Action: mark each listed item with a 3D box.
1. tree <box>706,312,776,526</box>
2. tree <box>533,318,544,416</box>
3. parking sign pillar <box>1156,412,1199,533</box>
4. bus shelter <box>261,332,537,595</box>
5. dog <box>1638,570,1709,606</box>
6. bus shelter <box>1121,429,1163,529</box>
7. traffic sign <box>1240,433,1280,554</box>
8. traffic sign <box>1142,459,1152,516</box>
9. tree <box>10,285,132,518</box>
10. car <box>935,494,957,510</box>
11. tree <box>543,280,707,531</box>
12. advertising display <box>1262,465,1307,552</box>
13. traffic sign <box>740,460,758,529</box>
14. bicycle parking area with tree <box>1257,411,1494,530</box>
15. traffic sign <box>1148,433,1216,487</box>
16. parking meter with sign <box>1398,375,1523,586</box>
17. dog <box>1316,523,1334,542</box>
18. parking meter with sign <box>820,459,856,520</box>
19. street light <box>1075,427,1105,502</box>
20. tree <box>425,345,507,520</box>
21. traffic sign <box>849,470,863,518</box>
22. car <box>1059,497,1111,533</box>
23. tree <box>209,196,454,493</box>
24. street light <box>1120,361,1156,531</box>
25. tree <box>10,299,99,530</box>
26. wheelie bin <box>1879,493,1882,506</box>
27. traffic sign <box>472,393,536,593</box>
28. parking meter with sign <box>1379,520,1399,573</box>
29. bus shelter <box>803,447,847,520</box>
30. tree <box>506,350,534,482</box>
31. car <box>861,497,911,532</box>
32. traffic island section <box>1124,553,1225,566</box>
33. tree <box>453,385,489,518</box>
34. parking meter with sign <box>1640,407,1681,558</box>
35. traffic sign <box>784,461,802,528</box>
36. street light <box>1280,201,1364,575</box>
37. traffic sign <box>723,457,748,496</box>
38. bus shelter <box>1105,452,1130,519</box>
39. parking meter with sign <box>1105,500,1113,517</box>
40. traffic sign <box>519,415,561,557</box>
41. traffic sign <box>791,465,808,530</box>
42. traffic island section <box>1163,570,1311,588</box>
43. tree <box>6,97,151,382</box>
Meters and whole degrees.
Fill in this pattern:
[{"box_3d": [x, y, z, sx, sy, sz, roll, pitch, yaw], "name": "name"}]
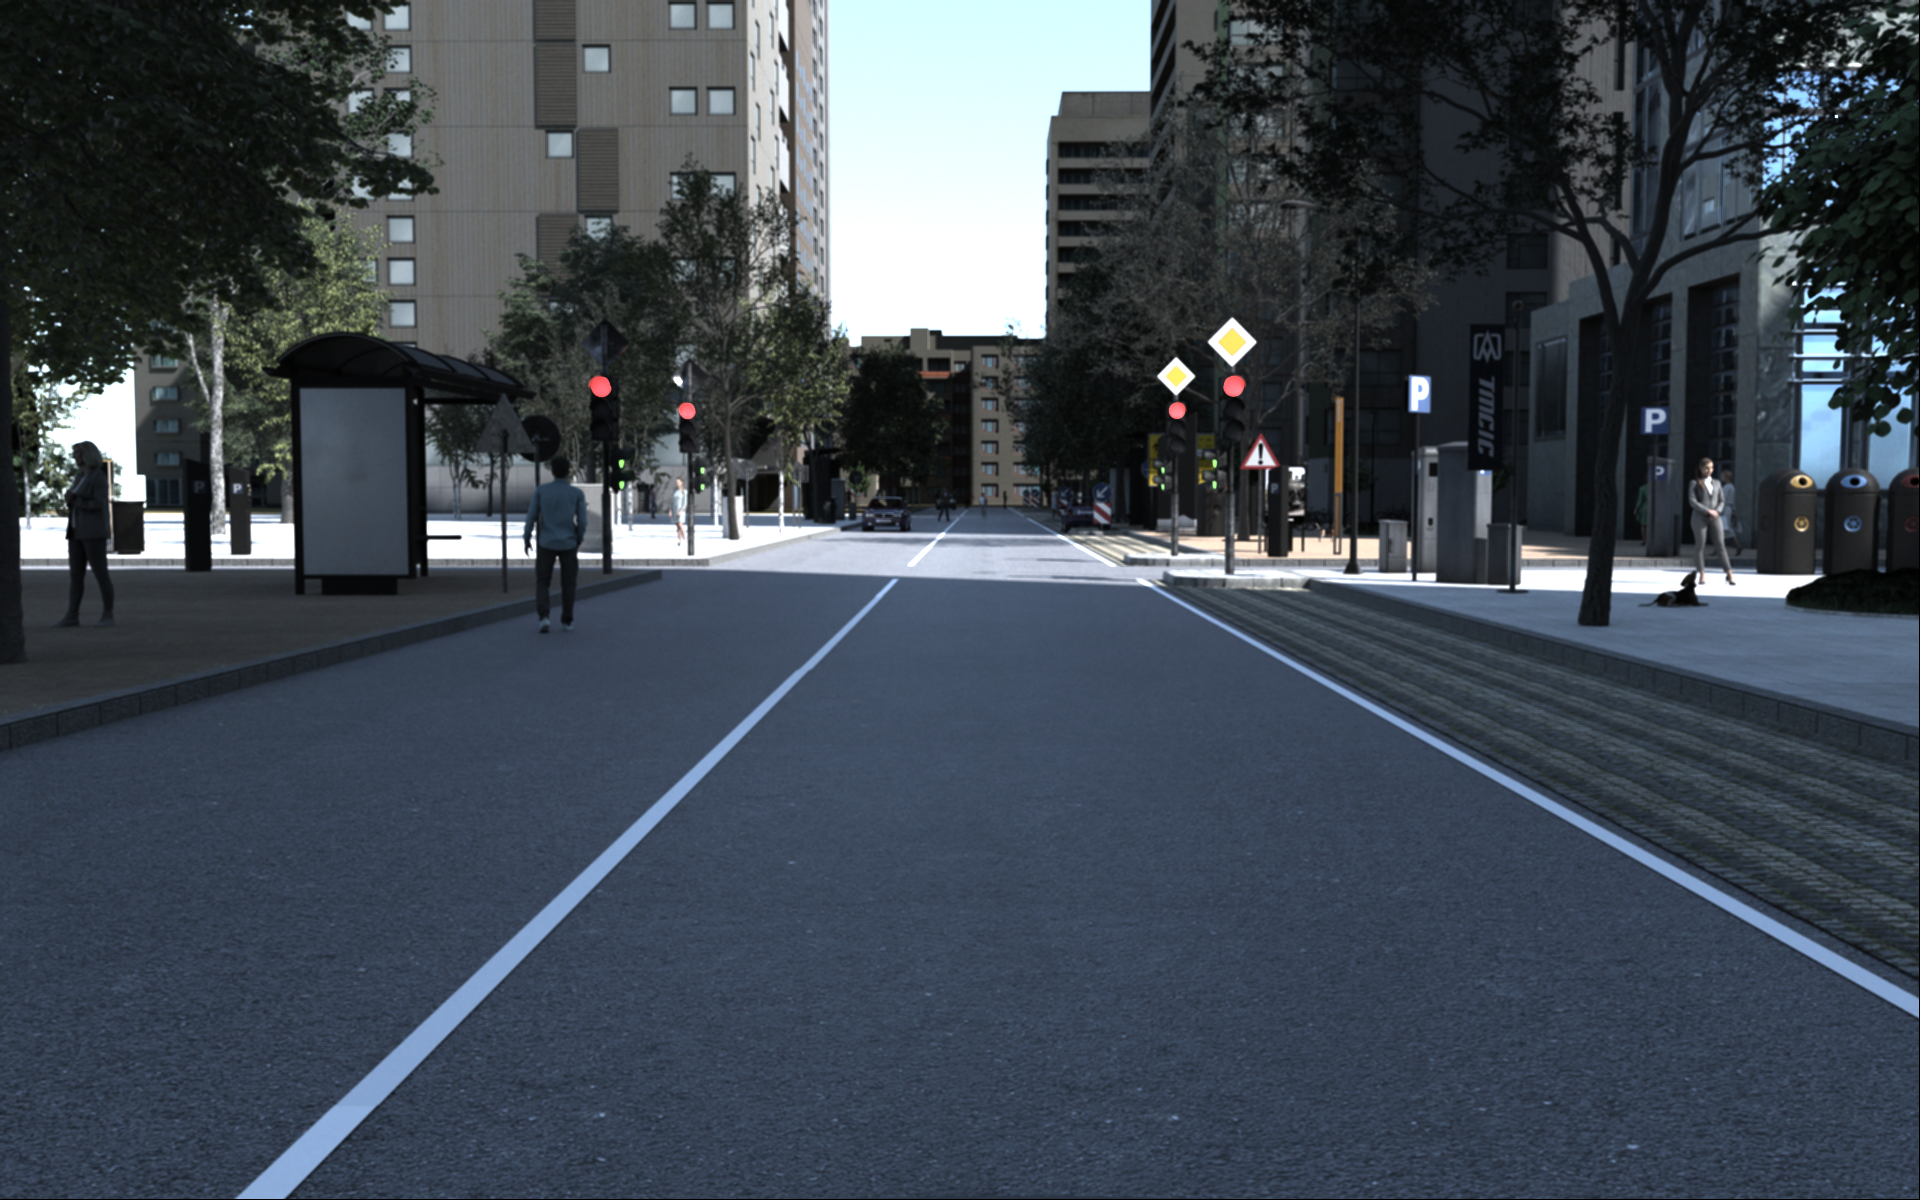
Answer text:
[{"box_3d": [-9.576, -7.279, 69.371, 4.360, 8.622, 3.978, 0, 3, 0], "name": "tree"}, {"box_3d": [-12.977, -6.975, 64.398, 4.360, 8.622, 3.978, 0, 3, 0], "name": "tree"}, {"box_3d": [7.179, -4.190, 56.984, 1.447, 3.967, 1.447, 2, 4, 25], "name": "parking sign pillar"}, {"box_3d": [-7.672, -1.866, 24.438, 2.014, 3.302, 5.546, 0, 4, 1], "name": "bus shelter"}, {"box_3d": [8.185, -0.131, 19.873, 0.748, 0.427, 0.550, 2, 4, 25], "name": "dog"}, {"box_3d": [7.223, -4.570, 66.001, 1.731, 3.624, 6.357, 0, 4, 1], "name": "bus shelter"}, {"box_3d": [6.413, -2.263, 37.005, 0.884, 2.594, 0.081, 0, 4, 4], "name": "traffic sign"}, {"box_3d": [6.830, -3.755, 61.494, 0.768, 2.556, 0.104, 1, 4, 9], "name": "traffic sign"}, {"box_3d": [-55.559, -11.781, 94.434, 18.604, 14.587, 13.155, 1, 4, 13], "name": "tree"}, {"box_3d": [-1.283, -9.173, 159.764, 2.009, 1.686, 4.222, 0, 4, 2], "name": "car"}, {"box_3d": [-11.353, -6.650, 59.084, 4.360, 8.622, 3.978, 0, 3, 0], "name": "tree"}, {"box_3d": [7.207, -2.033, 38.457, 0.974, 1.923, 0.123, 0, 4, -6], "name": "advertising display"}, {"box_3d": [-7.875, -3.915, 64.117, 0.768, 2.556, 0.104, 0, 4, 4], "name": "traffic sign"}, {"box_3d": [14.586, -4.629, 62.683, 9.016, 4.147, 8.231, 1, 4, 16], "name": "bicycle parking area with tree"}, {"box_3d": [7.449, -3.934, 58.192, 2.265, 3.308, 0.079, 0, 4, 2], "name": "traffic sign"}, {"box_3d": [7.262, -1.754, 24.935, 0.543, 3.016, 1.738, -3, 5, -40], "name": "parking meter with sign"}, {"box_3d": [9.831, -1.809, 46.405, 0.406, 0.507, 0.540, 3, 4, 38], "name": "dog"}, {"box_3d": [-5.993, -5.449, 85.348, 1.738, 3.016, 0.543, 0, 4, -3], "name": "parking meter with sign"}, {"box_3d": [6.555, -6.906, 85.459, 1.470, 5.913, 1.316, 0, 4, 1], "name": "street light"}, {"box_3d": [-24.652, -8.289, 85.895, 4.360, 8.622, 3.978, 0, 3, 0], "name": "tree"}, {"box_3d": [-5.612, -5.700, 93.295, 0.768, 2.556, 0.104, 1, 4, 8], "name": "traffic sign"}, {"box_3d": [4.690, -3.198, 64.871, 1.945, 1.354, 3.894, 0, 4, 1], "name": "car"}, {"box_3d": [-15.810, -5.634, 42.475, 4.737, 8.622, 4.395, 0, 3, 0], "name": "tree"}, {"box_3d": [6.210, -5.374, 60.411, 1.470, 5.913, 1.316, 0, 4, 1], "name": "street light"}, {"box_3d": [-33.043, -6.803, 61.587, 4.737, 8.622, 4.395, 0, 3, 0], "name": "tree"}, {"box_3d": [18.754, -1.726, 36.131, 0.980, 1.594, 0.693, -1, 4, -20], "name": "wheelie bin"}, {"box_3d": [-5.902, -1.370, 22.399, 0.884, 2.594, 0.081, 1, 4, 10], "name": "traffic sign"}, {"box_3d": [7.724, -1.952, 28.171, 1.738, 3.016, 0.543, -1, 4, -9], "name": "parking meter with sign"}, {"box_3d": [-6.965, -6.019, 89.686, 1.731, 3.624, 6.357, 0, 4, 1], "name": "bus shelter"}, {"box_3d": [-15.746, -7.281, 69.409, 4.360, 8.622, 3.978, 0, 3, 0], "name": "tree"}, {"box_3d": [-2.830, -3.330, 67.020, 1.945, 1.354, 3.894, 0, 4, 1], "name": "car"}, {"box_3d": [4.449, -0.823, 35.734, 2.009, 0.180, 2.903, 0, 4, 1], "name": "traffic island section"}, {"box_3d": [-26.637, -8.607, 91.093, 4.737, 8.622, 4.395, 0, 3, 0], "name": "tree"}, {"box_3d": [14.358, -2.393, 35.381, 0.543, 3.016, 1.738, 2, 4, 33], "name": "parking meter with sign"}, {"box_3d": [-6.364, -4.054, 66.397, 0.768, 2.556, 0.104, 0, 4, 4], "name": "traffic sign"}, {"box_3d": [5.764, -3.368, 27.603, 1.470, 5.913, 1.316, 0, 4, 1], "name": "street light"}, {"box_3d": [-7.837, -3.699, 60.483, 0.884, 2.594, 0.081, 1, 4, 9], "name": "traffic sign"}, {"box_3d": [8.306, -5.625, 85.898, 2.014, 3.302, 5.546, 0, 4, 1], "name": "bus shelter"}, {"box_3d": [8.070, -5.986, 94.139, 0.543, 3.016, 1.738, -1, 4, -23], "name": "parking meter with sign"}, {"box_3d": [-6.808, -1.701, 27.917, 0.768, 2.556, 0.104, 0, 4, 4], "name": "traffic sign"}, {"box_3d": [-5.702, -3.636, 61.584, 0.606, 2.300, 0.079, 1, 4, 10], "name": "traffic sign"}, {"box_3d": [4.341, -0.334, 27.750, 2.009, 0.180, 2.903, 0, 4, 1], "name": "traffic island section"}, {"box_3d": [-24.329, -7.187, 43.266, 9.928, 11.665, 9.643, 0, 3, 0], "name": "tree"}]
